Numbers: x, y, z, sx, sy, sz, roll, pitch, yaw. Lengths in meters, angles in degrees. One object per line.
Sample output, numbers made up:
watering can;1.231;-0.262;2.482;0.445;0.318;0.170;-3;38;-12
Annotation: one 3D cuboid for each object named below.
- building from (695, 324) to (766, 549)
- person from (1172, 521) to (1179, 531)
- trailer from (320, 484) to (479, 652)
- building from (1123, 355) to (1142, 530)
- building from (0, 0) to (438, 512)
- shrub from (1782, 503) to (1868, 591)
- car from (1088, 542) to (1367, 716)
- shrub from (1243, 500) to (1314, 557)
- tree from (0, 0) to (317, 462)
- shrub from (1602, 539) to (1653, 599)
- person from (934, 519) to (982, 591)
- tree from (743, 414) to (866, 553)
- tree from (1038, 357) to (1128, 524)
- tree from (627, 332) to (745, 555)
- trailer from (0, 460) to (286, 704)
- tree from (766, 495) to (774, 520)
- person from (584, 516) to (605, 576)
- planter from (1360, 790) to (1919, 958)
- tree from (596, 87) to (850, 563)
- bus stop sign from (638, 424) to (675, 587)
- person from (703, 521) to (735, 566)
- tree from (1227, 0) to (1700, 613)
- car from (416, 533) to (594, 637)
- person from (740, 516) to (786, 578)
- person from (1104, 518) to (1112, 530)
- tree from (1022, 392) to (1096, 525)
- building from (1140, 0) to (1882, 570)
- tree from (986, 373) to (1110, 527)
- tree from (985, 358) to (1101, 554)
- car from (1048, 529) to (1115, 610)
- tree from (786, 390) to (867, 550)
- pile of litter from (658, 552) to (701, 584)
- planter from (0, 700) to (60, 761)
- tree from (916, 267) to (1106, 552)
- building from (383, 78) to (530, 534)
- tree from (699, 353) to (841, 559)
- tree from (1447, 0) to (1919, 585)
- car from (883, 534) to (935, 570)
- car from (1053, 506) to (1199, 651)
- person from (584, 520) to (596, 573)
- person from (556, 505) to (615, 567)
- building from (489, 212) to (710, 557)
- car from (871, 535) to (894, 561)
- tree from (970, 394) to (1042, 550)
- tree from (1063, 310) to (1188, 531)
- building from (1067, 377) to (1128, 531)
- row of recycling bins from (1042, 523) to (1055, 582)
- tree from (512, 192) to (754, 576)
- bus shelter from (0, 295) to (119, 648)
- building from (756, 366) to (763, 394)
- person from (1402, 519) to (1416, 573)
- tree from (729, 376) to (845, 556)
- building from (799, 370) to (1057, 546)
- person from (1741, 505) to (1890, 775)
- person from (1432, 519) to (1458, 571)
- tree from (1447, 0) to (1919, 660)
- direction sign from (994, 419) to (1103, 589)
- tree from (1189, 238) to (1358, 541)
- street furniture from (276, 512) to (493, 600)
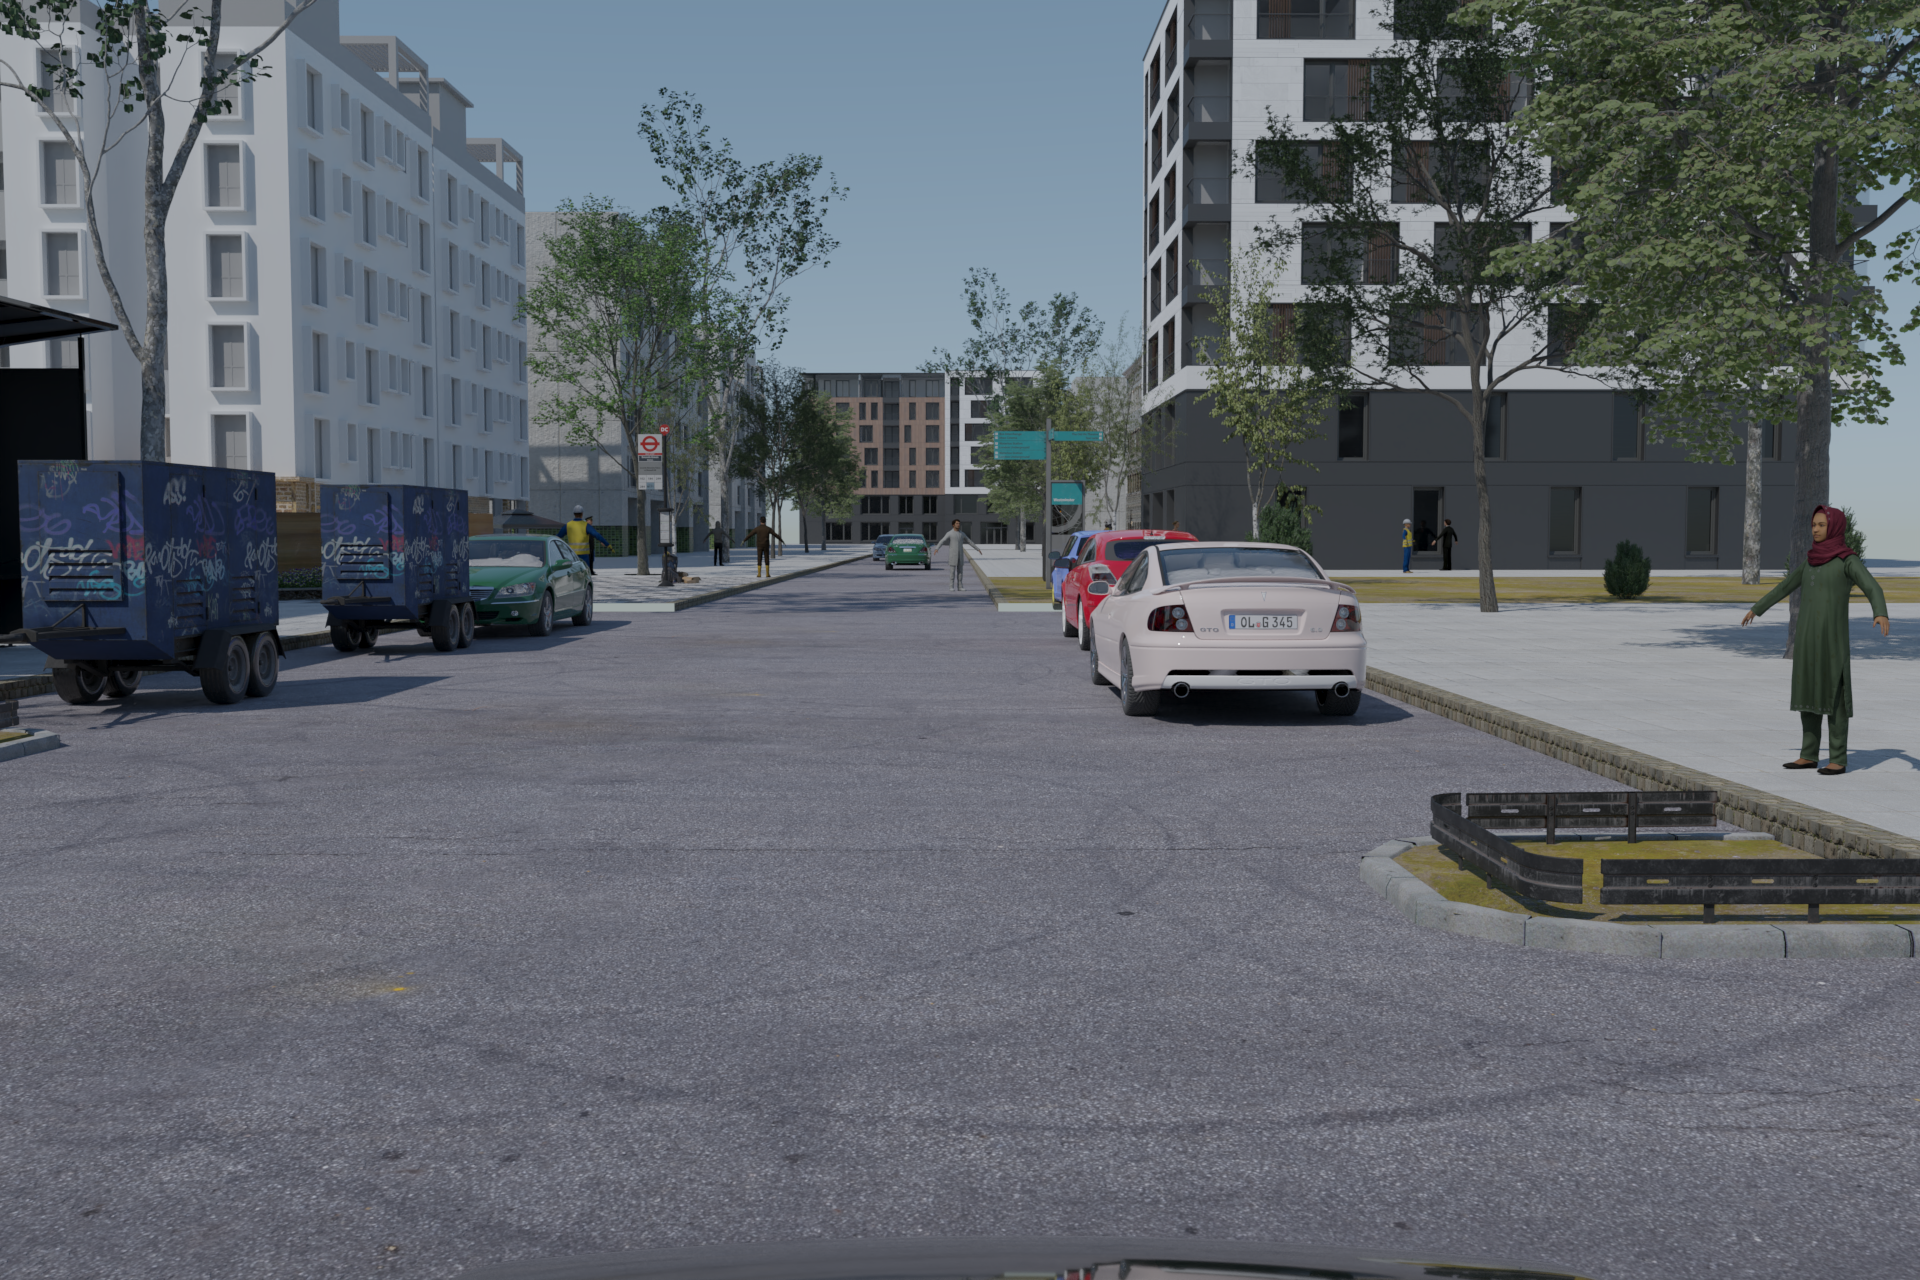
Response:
building;-28.447;-18.065;161.813;16.747;18.905;31.486;0;4;1
person;7.551;-3.244;59.842;0.721;1.733;1.217;3;4;37
trailer;-6.880;-0.834;20.689;1.471;1.999;3.904;0;4;0
building;24.981;-19.767;154.124;19.493;23.208;18.063;0;4;0
building;-25.877;-12.239;56.523;16.016;20.090;11.380;0;4;-1
shrub;17.715;-1.899;35.465;1.690;2.028;1.600;0;3;0
car;2.195;-0.163;15.033;2.083;1.381;4.827;0;4;-1
shrub;6.809;-2.015;37.363;1.690;2.028;1.600;0;3;0
tree;-12.329;-10.536;28.148;12.611;20.169;13.585;0;3;0
shrub;13.155;-1.410;34.178;1.383;1.207;1.383;0;3;0
person;-0.078;-2.128;43.437;1.347;1.806;0.705;-2;4;-27
tree;-10.611;-11.276;118.776;8.767;10.594;7.601;-1;4;-23
tree;4.905;-7.487;72.774;4.737;8.622;4.395;0;3;0
tree;-10.702;-6.941;63.851;4.360;8.622;3.978;0;3;0
trailer;-6.795;-0.434;14.151;1.471;1.999;3.904;0;4;0
tree;-25.743;-16.876;226.276;4.737;8.622;4.395;0;3;0
person;-11.417;-2.906;53.450;0.705;1.837;1.347;1;4;20
planter;2.662;0.875;6.838;1.991;0.319;1.994;0;4;-1
tree;-11.873;-13.490;76.451;12.611;20.169;13.585;0;3;0
bus stop sign;-7.403;-3.274;42.237;0.855;3.939;0.416;0;4;1
person;-9.729;-3.890;69.728;1.348;1.813;0.705;1;4;14
tree;8.413;-5.744;28.323;7.601;10.594;8.767;2;4;32
car;-6.689;-0.852;25.725;2.131;1.459;4.920;0;4;-1
person;-5.815;-2.756;51.206;1.346;1.812;0.704;0;4;-5
person;5.426;-3.539;63.626;1.354;1.858;0.705;-3;5;-43
tree;4.930;-8.543;90.047;4.360;8.622;3.978;0;3;0
building;21.783;-14.273;77.335;27.936;21.610;32.646;0;4;0
tree;5.160;-10.086;99.315;7.601;10.594;8.767;-1;4;-15
tree;5.468;-11.822;111.424;7.486;12.596;7.792;0;3;0
car;2.608;-1.352;31.692;1.945;1.707;3.694;0;4;-1
tree;-11.110;-13.384;136.959;7.486;12.596;7.792;0;3;0
pile of litter;-7.368;-1.924;45.430;1.176;0.858;1.719;0;4;1
planter;-7.038;0.611;11.144;1.991;0.319;1.994;0;4;0
tree;3.146;-16.430;124.521;12.611;20.169;13.585;0;3;0
building;-26.346;-13.264;73.279;16.016;20.090;11.380;0;4;-1
tree;-9.909;-9.524;90.129;8.767;10.594;7.601;1;4;13
tree;18.973;-11.530;44.413;12.611;20.169;13.585;0;3;0
car;-2.078;-3.562;70.033;2.131;1.459;4.920;0;4;-1
car;2.338;-0.840;22.781;2.155;1.783;4.494;0;4;-1
person;-12.171;-3.092;56.688;1.347;1.817;0.704;1;4;14
person;-7.303;-1.668;33.241;1.349;1.833;0.705;0;4;5
building;-26.922;-14.963;111.104;16.747;18.905;31.486;0;4;0
car;-3.746;-4.955;93.010;2.014;1.417;4.499;0;4;0
tree;4.682;-13.445;137.947;7.486;12.596;7.792;0;3;0
tree;4.973;-6.563;57.674;4.360;8.622;3.978;0;3;0
building;21.379;-20.590;203.100;16.747;18.905;31.486;0;3;0
row of recycling bins;2.735;-2.457;47.288;1.069;1.692;3.534;0;4;-1
tree;-9.994;-7.820;53.606;9.928;11.665;9.643;0;3;0
bus shelter;-10.301;-1.543;16.507;1.731;3.624;6.357;0;4;0
building;-26.948;-20.002;183.452;16.016;20.090;11.380;0;4;-1
person;14.746;-3.078;56.795;0.721;1.772;1.216;2;4;29
tree;-10.348;-10.201;101.198;8.767;10.594;7.601;2;4;24
building;-3.841;-23.339;228.029;32.646;21.610;27.936;0;4;1
person;4.598;-0.006;9.313;0.599;1.438;0.989;-1;4;-18
person;16.997;-3.322;60.498;1.347;1.806;0.705;-3;4;-37
tree;8.622;-6.044;16.953;7.486;12.596;7.792;0;3;0
direction sign;2.069;-3.108;39.581;2.525;3.948;1.411;0;4;-2
tree;7.479;-5.661;42.926;4.737;8.622;4.395;0;3;0
street furniture;-14.155;-1.807;36.399;9.812;1.723;11.010;-3;4;-38
